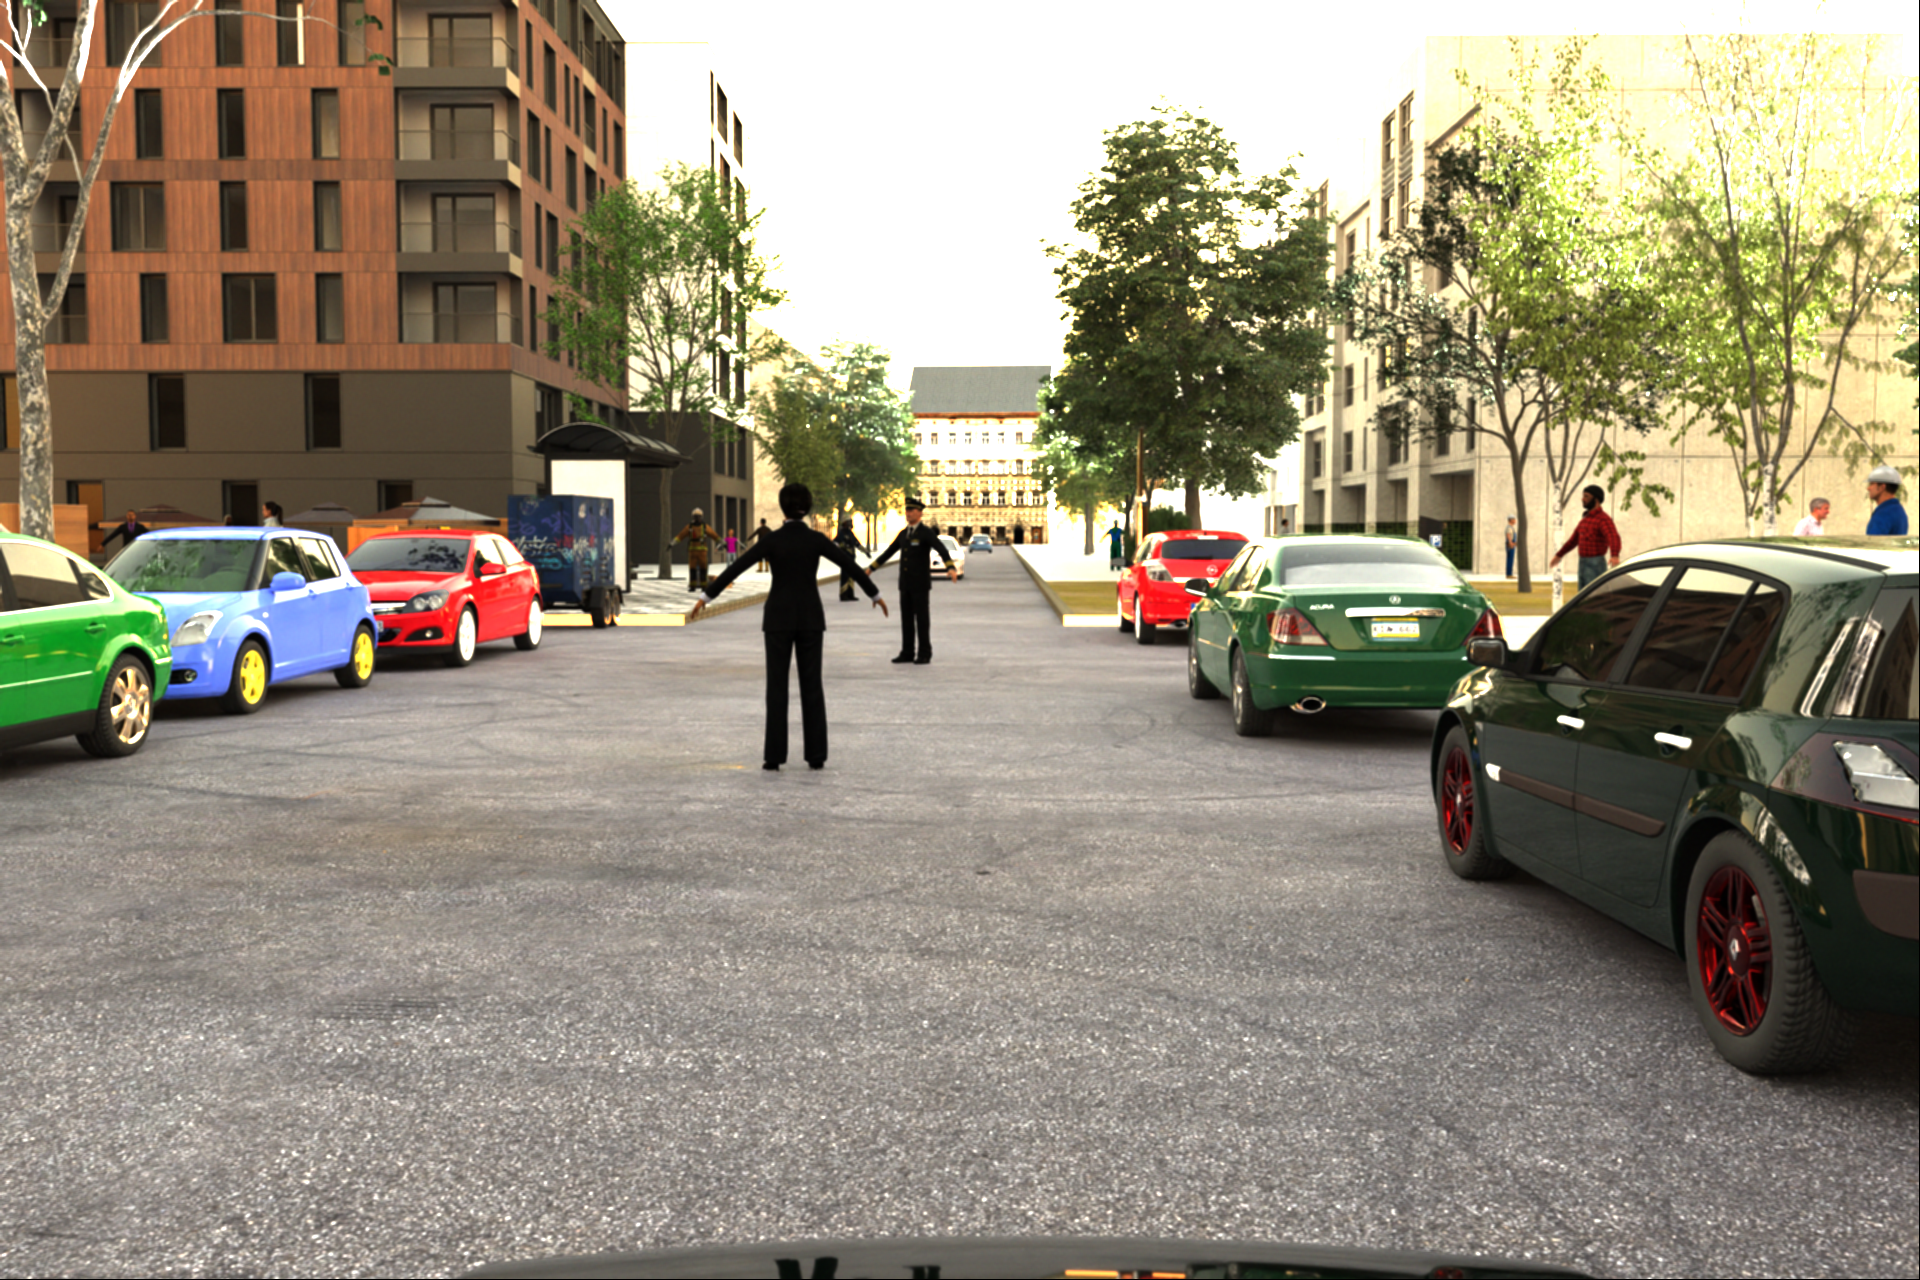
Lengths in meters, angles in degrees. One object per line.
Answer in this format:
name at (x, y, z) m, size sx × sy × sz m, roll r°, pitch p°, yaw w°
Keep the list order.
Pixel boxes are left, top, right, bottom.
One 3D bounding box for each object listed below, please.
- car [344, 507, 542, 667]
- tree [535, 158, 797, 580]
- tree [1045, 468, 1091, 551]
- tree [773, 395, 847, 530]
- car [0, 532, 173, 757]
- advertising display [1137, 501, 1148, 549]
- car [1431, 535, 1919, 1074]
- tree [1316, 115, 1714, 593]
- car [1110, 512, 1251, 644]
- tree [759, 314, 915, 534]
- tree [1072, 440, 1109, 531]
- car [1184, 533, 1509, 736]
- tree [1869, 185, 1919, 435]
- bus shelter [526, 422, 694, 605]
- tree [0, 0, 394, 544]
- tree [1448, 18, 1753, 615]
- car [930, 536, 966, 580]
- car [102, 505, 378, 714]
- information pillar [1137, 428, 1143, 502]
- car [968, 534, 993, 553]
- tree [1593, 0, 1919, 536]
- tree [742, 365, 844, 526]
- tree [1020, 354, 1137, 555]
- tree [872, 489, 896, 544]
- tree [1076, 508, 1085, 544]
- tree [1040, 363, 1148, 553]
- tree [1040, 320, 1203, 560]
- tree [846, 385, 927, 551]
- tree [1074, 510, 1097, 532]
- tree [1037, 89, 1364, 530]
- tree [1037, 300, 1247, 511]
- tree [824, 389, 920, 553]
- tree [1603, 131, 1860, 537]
car at (-6.164, -0.670, 19.992) m, size 2.155 × 1.783 × 4.494 m, roll 0°, pitch 4°, yaw 1°
tree at (-8.140, -7.491, 48.226) m, size 9.928 × 11.665 × 9.643 m, roll 0°, pitch 3°, yaw 0°
tree at (8.655, -11.128, 132.297) m, size 4.360 × 8.622 × 3.978 m, roll 0°, pitch 3°, yaw 0°
tree at (-7.788, -8.628, 91.432) m, size 4.737 × 8.622 × 4.395 m, roll 0°, pitch 3°, yaw 0°
car at (-6.248, -0.062, 9.808) m, size 1.959 × 1.807 × 4.718 m, roll 0°, pitch 4°, yaw 1°
advertising display at (3.591, -1.769, 34.136) m, size 0.123 × 1.923 × 0.974 m, roll 0°, pitch 4°, yaw 1°
car at (2.907, 0.232, 5.986) m, size 2.009 × 1.686 × 4.222 m, roll 0°, pitch 4°, yaw 0°
tree at (12.408, -6.342, 38.105) m, size 8.767 × 10.594 × 7.601 m, roll 0°, pitch 4°, yaw -5°
car at (3.201, -0.915, 24.006) m, size 2.155 × 1.783 × 4.494 m, roll 0°, pitch 4°, yaw 0°
tree at (-7.108, -11.967, 102.309) m, size 9.857 × 13.997 × 8.962 m, roll 0°, pitch 3°, yaw 0°
tree at (9.157, -10.679, 124.961) m, size 4.737 × 8.622 × 4.395 m, roll 0°, pitch 3°, yaw 0°
car at (2.900, -0.115, 13.672) m, size 2.131 × 1.459 × 4.920 m, roll 0°, pitch 4°, yaw 1°
tree at (28.979, -8.421, 44.342) m, size 9.857 × 13.997 × 8.962 m, roll 0°, pitch 3°, yaw 0°
bus shelter at (-6.716, -2.449, 33.968) m, size 2.014 × 3.302 × 5.546 m, roll 0°, pitch 4°, yaw 2°
tree at (-11.018, -10.076, 20.639) m, size 12.611 × 20.169 × 13.585 m, roll 0°, pitch 3°, yaw 0°
tree at (8.939, -4.581, 25.266) m, size 4.737 × 8.622 × 4.395 m, roll 0°, pitch 3°, yaw 0°
car at (-0.827, -2.657, 55.809) m, size 2.083 × 1.381 × 4.827 m, roll 0°, pitch 4°, yaw 1°
car at (-6.424, -0.325, 14.902) m, size 1.945 × 1.707 × 3.694 m, roll 0°, pitch 4°, yaw 2°
information pillar at (3.997, -2.882, 38.481) m, size 0.183 × 3.616 × 0.504 m, roll 0°, pitch 4°, yaw -1°
car at (1.557, -7.312, 131.561) m, size 2.014 × 1.417 × 4.499 m, roll 0°, pitch 4°, yaw 1°
tree at (9.158, -4.223, 19.406) m, size 4.360 × 8.622 × 3.978 m, roll 0°, pitch 3°, yaw 0°
tree at (-7.359, -7.701, 76.267) m, size 4.737 × 8.622 × 4.395 m, roll 0°, pitch 3°, yaw 0°
tree at (7.325, -11.381, 104.212) m, size 7.486 × 12.596 × 7.792 m, roll 0°, pitch 3°, yaw 0°
tree at (-9.762, -16.441, 219.173) m, size 4.737 × 8.622 × 4.395 m, roll 0°, pitch 3°, yaw 0°
tree at (16.422, -16.743, 224.103) m, size 4.360 × 8.622 × 3.978 m, roll 0°, pitch 3°, yaw 0°
tree at (8.897, -11.974, 113.905) m, size 7.486 × 12.596 × 7.792 m, roll 0°, pitch 3°, yaw 0°
tree at (7.578, -9.219, 76.490) m, size 9.928 × 11.665 × 9.643 m, roll 0°, pitch 3°, yaw 0°
tree at (-6.009, -12.913, 129.251) m, size 7.486 × 12.596 × 7.792 m, roll 0°, pitch 3°, yaw 0°
tree at (16.427, -16.349, 217.673) m, size 4.360 × 8.622 × 3.978 m, roll 0°, pitch 3°, yaw 0°
tree at (6.801, -8.770, 50.041) m, size 9.857 × 13.997 × 8.962 m, roll 0°, pitch 3°, yaw 0°
tree at (6.780, -7.898, 63.538) m, size 8.767 × 10.594 × 7.601 m, roll 1°, pitch 4°, yaw 14°
tree at (-6.439, -11.822, 119.038) m, size 9.928 × 11.665 × 9.643 m, roll 0°, pitch 3°, yaw 0°
tree at (13.925, -4.920, 30.805) m, size 4.737 × 8.622 × 4.395 m, roll 0°, pitch 3°, yaw 0°
